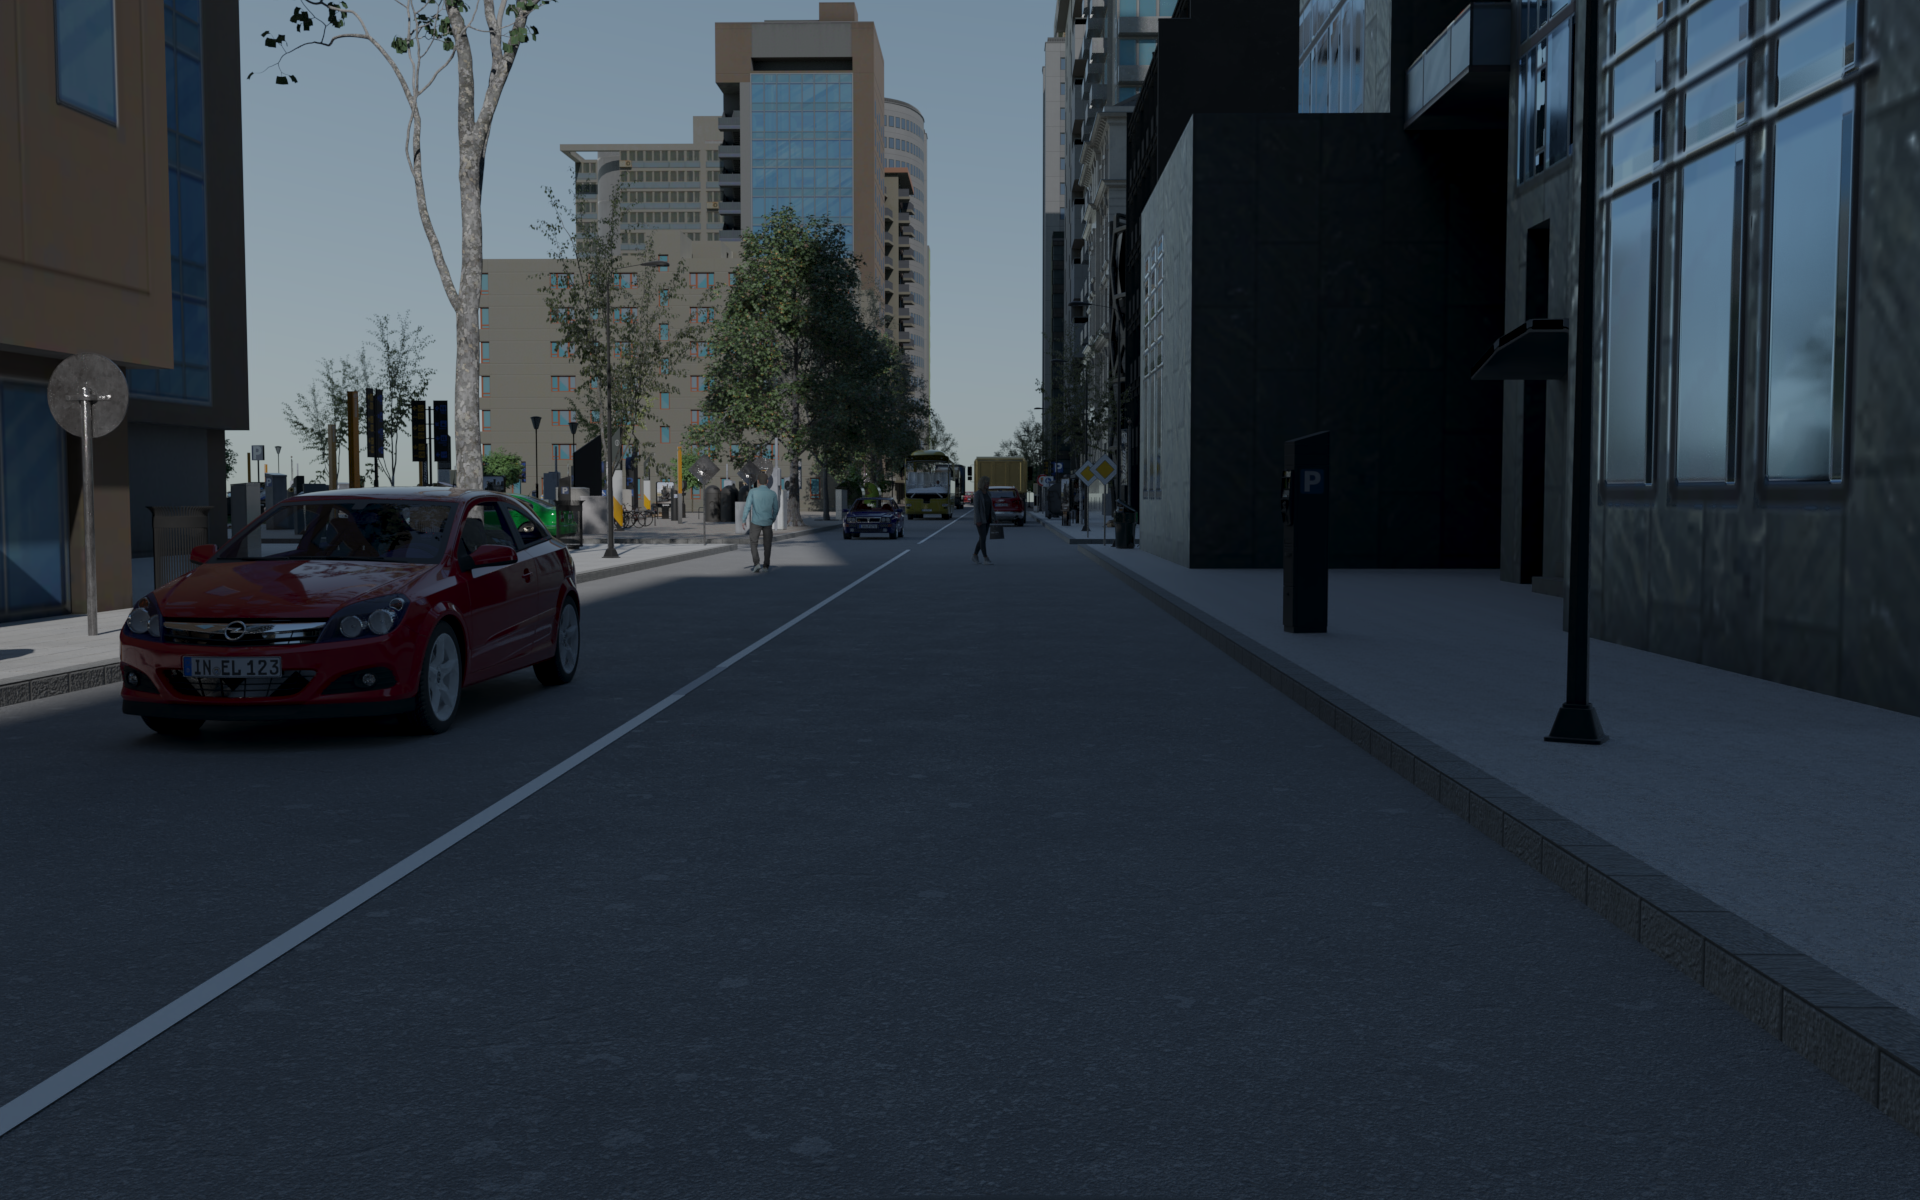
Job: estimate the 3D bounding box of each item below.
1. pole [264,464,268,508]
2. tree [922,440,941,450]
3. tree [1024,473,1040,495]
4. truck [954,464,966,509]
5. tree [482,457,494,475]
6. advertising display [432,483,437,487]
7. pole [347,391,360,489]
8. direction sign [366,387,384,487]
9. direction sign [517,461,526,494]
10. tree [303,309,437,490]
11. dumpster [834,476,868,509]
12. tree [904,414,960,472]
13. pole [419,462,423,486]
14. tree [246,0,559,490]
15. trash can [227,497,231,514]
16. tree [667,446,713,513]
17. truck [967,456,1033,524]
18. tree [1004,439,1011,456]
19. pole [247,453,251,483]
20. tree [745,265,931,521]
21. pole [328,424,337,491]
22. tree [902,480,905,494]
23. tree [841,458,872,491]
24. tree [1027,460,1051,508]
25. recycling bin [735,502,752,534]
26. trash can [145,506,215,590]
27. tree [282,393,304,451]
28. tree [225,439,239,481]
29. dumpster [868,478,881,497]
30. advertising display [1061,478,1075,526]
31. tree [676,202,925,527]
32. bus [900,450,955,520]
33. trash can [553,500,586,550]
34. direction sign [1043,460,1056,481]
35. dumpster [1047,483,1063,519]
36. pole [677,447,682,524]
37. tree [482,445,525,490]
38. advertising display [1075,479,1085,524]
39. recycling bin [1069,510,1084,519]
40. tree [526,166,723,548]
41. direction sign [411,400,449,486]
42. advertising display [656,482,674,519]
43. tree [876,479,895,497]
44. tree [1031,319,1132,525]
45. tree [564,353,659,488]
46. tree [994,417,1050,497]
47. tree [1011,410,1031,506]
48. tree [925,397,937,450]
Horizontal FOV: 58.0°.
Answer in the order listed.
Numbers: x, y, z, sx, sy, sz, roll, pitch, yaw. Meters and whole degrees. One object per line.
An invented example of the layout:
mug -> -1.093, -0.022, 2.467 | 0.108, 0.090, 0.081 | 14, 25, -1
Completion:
pole -> -47.343, -7.607, 118.214 | 0.158, 3.312, 0.155 | 0, 3, 0
tree -> -3.877, -16.191, 215.089 | 4.360, 8.622, 3.978 | 0, 3, 0
tree -> 6.758, -10.002, 158.135 | 1.663, 3.219, 1.824 | 0, 3, 0
truck -> -0.973, -10.823, 165.865 | 2.839, 4.237, 11.283 | 0, 4, 3
tree -> -21.429, -5.067, 77.454 | 1.663, 3.219, 1.824 | 0, 3, 0
advertising display -> -29.781, -5.749, 99.209 | 0.123, 1.923, 0.974 | 2, 4, 35
pole -> -12.027, -2.480, 34.392 | 0.158, 3.312, 0.155 | 0, 3, 0
direction sign -> -12.573, -2.770, 37.289 | 0.379, 3.537, 0.876 | 0, 4, 3
direction sign -> -30.370, -7.807, 119.634 | 0.876, 3.537, 0.379 | 1, 4, 15
tree -> -22.729, -7.230, 68.580 | 4.360, 8.622, 3.978 | 0, 3, 0
dumpster -> -5.843, -5.451, 91.614 | 1.502, 2.255, 1.985 | 0, 4, 1
tree -> -3.321, -16.356, 201.824 | 7.601, 10.594, 8.767 | 0, 4, 5
pole -> -26.099, -5.506, 83.861 | 0.158, 3.312, 0.155 | 0, 3, 0
tree -> -6.444, -10.434, 26.481 | 12.611, 20.169, 13.585 | 0, 3, 0
trash can -> -32.168, -3.974, 76.627 | 0.748, 1.137, 0.748 | 0, 3, 0
tree -> -18.479, -8.270, 118.931 | 4.285, 4.588, 4.351 | 0, 3, 0
truck -> 2.040, -5.621, 87.834 | 3.469, 3.379, 9.791 | 0, 4, 1
tree -> 6.856, -14.276, 183.769 | 4.360, 8.622, 3.978 | 0, 3, 0
pole -> -34.882, -5.577, 85.027 | 0.158, 3.312, 0.155 | 0, 3, 0
tree -> -6.614, -10.593, 83.560 | 12.009, 13.543, 11.850 | 0, 3, 0
pole -> -18.315, -3.469, 50.569 | 0.158, 3.312, 0.155 | 0, 3, 0
tree -> -5.120, -10.741, 170.223 | 1.663, 3.219, 1.824 | 0, 3, 0
tree -> -5.803, -6.104, 94.399 | 1.663, 3.219, 1.824 | 0, 3, 0
tree -> 7.019, -10.918, 162.222 | 4.285, 4.588, 4.351 | 0, 3, 0
recycling bin -> -6.705, -2.621, 55.401 | 0.722, 1.027, 0.722 | -3, 5, -41
trash can -> -9.179, -0.536, 20.417 | 0.748, 1.137, 0.748 | 0, 3, 0
tree -> -32.874, -8.574, 90.548 | 4.360, 8.622, 3.978 | 0, 3, 0
tree -> -35.208, -5.904, 80.244 | 4.285, 4.588, 4.351 | 0, 3, 0
dumpster -> -5.556, -6.233, 104.408 | 1.502, 2.255, 1.985 | 0, 4, 1
advertising display -> 4.265, -3.933, 69.512 | 0.123, 1.923, 0.974 | -1, 4, -17
tree -> -6.466, -9.254, 68.318 | 9.611, 12.733, 9.660 | 0, 3, 0
bus -> -1.694, -6.630, 99.944 | 2.896, 3.916, 12.252 | 0, 4, 1
trash can -> -9.065, -1.745, 40.191 | 0.748, 1.137, 0.748 | 0, 3, 0
direction sign -> 5.962, -7.550, 115.439 | 0.876, 3.537, 0.379 | -1, 4, -22
dumpster -> 5.078, -5.063, 88.536 | 1.264, 1.857, 1.865 | 0, 4, 1
pole -> -12.049, -4.930, 74.451 | 0.158, 3.312, 0.155 | 0, 3, 0
tree -> -31.019, -8.145, 116.886 | 4.285, 4.588, 4.351 | 0, 3, 0
advertising display -> 5.179, -4.293, 75.402 | 0.123, 1.923, 0.974 | 3, 5, 40
recycling bin -> 6.139, -4.748, 90.180 | 0.722, 1.027, 0.722 | -3, 4, -37
tree -> -7.824, -5.450, 39.467 | 4.360, 8.622, 3.978 | 0, 3, 0
direction sign -> -12.796, -3.051, 41.876 | 0.876, 3.537, 0.379 | 0, 4, 0
advertising display -> -15.150, -5.125, 89.005 | 0.974, 1.923, 0.123 | -2, 4, -32
tree -> -5.883, -8.360, 131.294 | 1.663, 3.219, 1.824 | 0, 3, 0
tree -> 5.102, -7.458, 72.299 | 4.360, 8.622, 3.978 | 0, 3, 0
tree -> -17.165, -8.304, 86.125 | 4.737, 8.622, 4.395 | 0, 3, 0
tree -> 7.847, -16.794, 208.992 | 8.767, 10.594, 7.601 | 0, 4, -6
tree -> 6.727, -11.841, 143.965 | 4.360, 8.622, 3.978 | 0, 3, 0
tree -> -6.038, -12.378, 119.381 | 9.611, 12.733, 9.660 | 0, 3, 0
